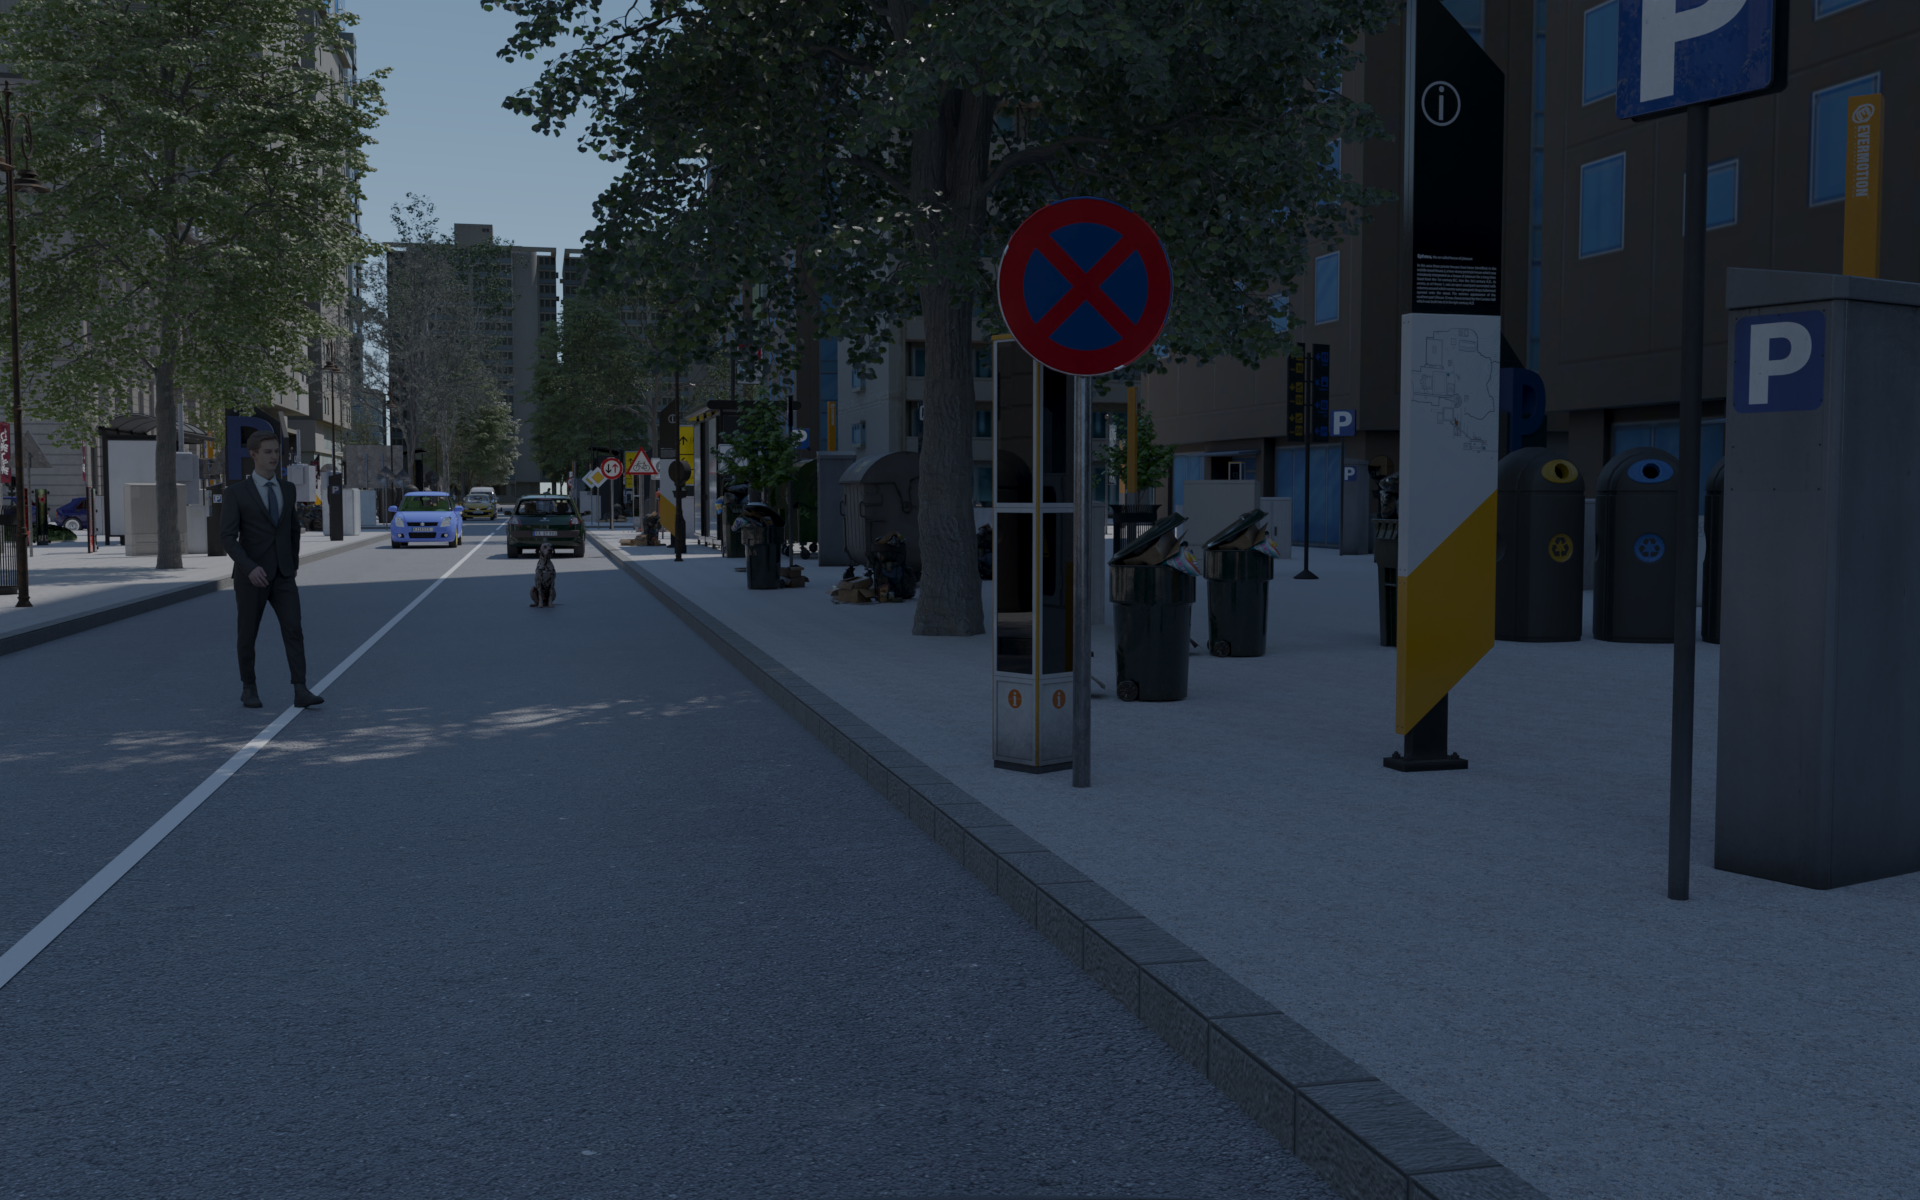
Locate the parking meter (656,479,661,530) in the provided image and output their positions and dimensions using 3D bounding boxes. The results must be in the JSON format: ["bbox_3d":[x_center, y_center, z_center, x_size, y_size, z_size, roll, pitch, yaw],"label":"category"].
[{"bbox_3d":[-10.928,-3.471,62.465,0.255,1.863,0.399,2,4,30],"label":"parking meter"}]

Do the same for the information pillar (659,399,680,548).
[{"bbox_3d":[-6.892,-3.051,41.244,0.504,3.616,0.183,0,4,4],"label":"information pillar"}]

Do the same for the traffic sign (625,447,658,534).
[{"bbox_3d":[-8.724,-2.905,47.505,0.884,2.594,0.081,0,4,-4],"label":"traffic sign"}]

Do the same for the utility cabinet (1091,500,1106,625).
[{"bbox_3d":[0.902,-0.355,16.965,1.020,1.237,0.306,-1,4,-18],"label":"utility cabinet"}]

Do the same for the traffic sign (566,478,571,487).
[{"bbox_3d":[-29.319,-7.994,130.808,0.768,2.556,0.104,0,4,-4],"label":"traffic sign"}]

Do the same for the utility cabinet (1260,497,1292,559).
[{"bbox_3d":[6.013,-1.408,34.190,1.020,1.237,0.306,0,4,-1],"label":"utility cabinet"}]

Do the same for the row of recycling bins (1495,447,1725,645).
[{"bbox_3d":[6.368,-0.484,15.030,3.534,1.692,1.069,1,4,14],"label":"row of recycling bins"}]

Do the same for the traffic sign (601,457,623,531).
[{"bbox_3d":[-12.097,-3.678,60.245,0.768,2.556,0.104,0,4,-7],"label":"traffic sign"}]

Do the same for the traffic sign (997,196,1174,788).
[{"bbox_3d":[0.534,-0.454,7.522,0.768,2.556,0.104,0,4,-6],"label":"traffic sign"}]

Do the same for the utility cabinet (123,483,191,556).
[{"bbox_3d":[-16.522,-1.647,35.604,0.318,1.500,1.173,3,4,37],"label":"utility cabinet"}]

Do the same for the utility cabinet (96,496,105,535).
[{"bbox_3d":[-26.864,-2.625,54.076,1.020,1.237,0.306,3,5,40],"label":"utility cabinet"}]

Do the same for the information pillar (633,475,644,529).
[{"bbox_3d":[-11.678,-3.572,62.900,0.304,2.012,0.304,1,4,17],"label":"information pillar"}]

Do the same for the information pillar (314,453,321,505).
[{"bbox_3d":[-36.906,-6.614,99.497,0.183,3.616,0.504,1,4,12],"label":"information pillar"}]

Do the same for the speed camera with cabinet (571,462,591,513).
[{"bbox_3d":[-21.710,-6.457,99.906,0.660,3.252,2.038,-3,4,-39],"label":"speed camera with cabinet"}]

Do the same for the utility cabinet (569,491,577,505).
[{"bbox_3d":[-28.317,-7.305,128.108,1.173,1.500,0.318,2,4,24],"label":"utility cabinet"}]

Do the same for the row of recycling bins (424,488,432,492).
[{"bbox_3d":[-34.815,-6.333,110.661,1.069,1.692,3.534,-3,5,-44],"label":"row of recycling bins"}]

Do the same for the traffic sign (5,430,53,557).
[{"bbox_3d":[-18.939,-2.156,35.249,0.884,2.594,0.081,-1,4,-10],"label":"traffic sign"}]

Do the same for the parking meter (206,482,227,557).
[{"bbox_3d":[-15.322,-1.668,35.683,0.372,1.533,0.369,0,3,0],"label":"parking meter"}]

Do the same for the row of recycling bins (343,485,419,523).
[{"bbox_3d":[-25.569,-4.217,76.056,3.534,1.692,1.069,-1,4,-18],"label":"row of recycling bins"}]

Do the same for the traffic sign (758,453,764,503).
[{"bbox_3d":[-3.619,-1.947,31.939,0.768,2.556,0.104,0,4,-5],"label":"traffic sign"}]

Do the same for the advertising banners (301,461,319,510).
[{"bbox_3d":[-34.525,-5.794,90.914,0.090,3.025,2.074,3,4,38],"label":"advertising banners"}]

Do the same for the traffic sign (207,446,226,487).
[{"bbox_3d":[-19.924,-2.871,46.938,0.884,2.594,0.081,0,4,-8],"label":"traffic sign"}]

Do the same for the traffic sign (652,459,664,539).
[{"bbox_3d":[-8.460,-2.881,49.230,0.606,2.300,0.079,-1,4,-12],"label":"traffic sign"}]

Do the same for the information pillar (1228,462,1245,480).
[{"bbox_3d":[6.336,-2.154,39.702,0.304,2.012,0.304,2,4,26],"label":"information pillar"}]

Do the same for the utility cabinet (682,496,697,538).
[{"bbox_3d":[-7.706,-2.401,50.425,1.020,1.237,0.306,2,4,25],"label":"utility cabinet"}]

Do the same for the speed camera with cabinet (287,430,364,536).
[{"bbox_3d":[-19.601,-3.611,53.374,2.038,3.252,0.660,0,4,1],"label":"speed camera with cabinet"}]

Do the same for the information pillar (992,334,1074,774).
[{"bbox_3d":[0.358,-0.218,8.058,0.304,2.012,0.304,-3,5,-43],"label":"information pillar"}]

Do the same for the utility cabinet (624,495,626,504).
[{"bbox_3d":[-20.372,-5.690,104.196,1.020,1.237,0.306,-3,5,-43],"label":"utility cabinet"}]

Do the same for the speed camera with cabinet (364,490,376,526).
[{"bbox_3d":[-24.479,-4.586,69.315,2.038,3.252,0.660,-3,5,-44],"label":"speed camera with cabinet"}]

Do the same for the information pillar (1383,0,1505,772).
[{"bbox_3d":[2.259,-1.020,8.026,0.504,3.616,0.183,-1,4,-16],"label":"information pillar"}]

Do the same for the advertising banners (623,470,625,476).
[{"bbox_3d":[-24.581,-7.883,125.075,0.090,3.025,2.074,-3,4,-36],"label":"advertising banners"}]

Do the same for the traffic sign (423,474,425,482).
[{"bbox_3d":[-31.356,-6.128,100.291,0.768,2.556,0.104,-1,4,-12],"label":"traffic sign"}]

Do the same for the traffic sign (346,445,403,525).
[{"bbox_3d":[-24.347,-4.784,72.091,2.265,3.308,0.079,-1,4,-9],"label":"traffic sign"}]

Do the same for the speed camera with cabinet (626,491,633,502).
[{"bbox_3d":[-18.890,-6.542,101.291,0.660,3.252,2.038,-2,4,-32],"label":"speed camera with cabinet"}]

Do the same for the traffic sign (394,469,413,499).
[{"bbox_3d":[-22.339,-4.027,69.487,0.795,2.450,0.064,-1,4,-14],"label":"traffic sign"}]

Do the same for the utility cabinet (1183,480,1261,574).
[{"bbox_3d":[4.126,-1.139,27.303,1.173,1.500,0.318,2,4,28],"label":"utility cabinet"}]

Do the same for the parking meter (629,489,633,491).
[{"bbox_3d":[-27.181,-8.399,143.027,0.255,1.863,0.399,0,4,6],"label":"parking meter"}]

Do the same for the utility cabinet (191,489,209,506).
[{"bbox_3d":[-33.604,-4.178,76.988,1.173,1.500,0.318,-3,5,-41],"label":"utility cabinet"}]

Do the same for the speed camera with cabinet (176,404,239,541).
[{"bbox_3d":[-16.732,-2.713,38.697,2.038,3.252,0.660,-3,5,-43],"label":"speed camera with cabinet"}]

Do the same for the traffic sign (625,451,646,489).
[{"bbox_3d":[-14.779,-5.416,82.427,2.265,3.308,0.079,-1,4,-9],"label":"traffic sign"}]

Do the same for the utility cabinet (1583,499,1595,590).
[{"bbox_3d":[8.408,-0.743,23.308,1.020,1.237,0.306,-2,4,-35],"label":"utility cabinet"}]

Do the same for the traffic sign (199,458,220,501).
[{"bbox_3d":[-21.370,-2.886,49.319,0.606,2.300,0.079,-1,4,-11],"label":"traffic sign"}]

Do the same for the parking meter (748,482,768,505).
[{"bbox_3d":[-3.870,-1.515,33.174,0.372,1.533,0.369,0,3,0],"label":"parking meter"}]

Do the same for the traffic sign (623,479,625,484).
[{"bbox_3d":[-22.903,-7.014,116.801,0.606,2.300,0.079,0,4,-5],"label":"traffic sign"}]

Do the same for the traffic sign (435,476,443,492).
[{"bbox_3d":[-36.945,-7.496,122.667,0.768,2.556,0.104,0,4,-7],"label":"traffic sign"}]

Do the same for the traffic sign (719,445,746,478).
[{"bbox_3d":[-4.658,-2.052,35.675,0.606,2.300,0.079,0,4,-4],"label":"traffic sign"}]

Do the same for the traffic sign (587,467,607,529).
[{"bbox_3d":[-13.256,-3.658,63.456,0.795,2.450,0.064,-1,4,-14],"label":"traffic sign"}]

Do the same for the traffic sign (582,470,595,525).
[{"bbox_3d":[-15.151,-4.133,71.214,0.795,2.450,0.064,-1,4,-14],"label":"traffic sign"}]

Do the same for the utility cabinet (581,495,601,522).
[{"bbox_3d":[-17.107,-4.230,80.326,1.020,1.237,0.306,2,4,34],"label":"utility cabinet"}]

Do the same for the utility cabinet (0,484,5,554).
[{"bbox_3d":[-20.872,-1.735,37.045,1.173,1.500,0.318,3,5,40],"label":"utility cabinet"}]

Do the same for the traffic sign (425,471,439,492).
[{"bbox_3d":[-28.990,-5.814,95.164,0.768,2.556,0.104,-1,4,-8],"label":"traffic sign"}]

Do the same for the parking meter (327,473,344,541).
[{"bbox_3d":[-17.125,-2.554,47.467,0.399,1.863,0.255,-1,4,-20],"label":"parking meter"}]

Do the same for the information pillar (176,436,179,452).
[{"bbox_3d":[-25.030,-3.896,55.060,0.183,3.616,0.504,2,4,29],"label":"information pillar"}]

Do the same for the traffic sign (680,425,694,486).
[{"bbox_3d":[-7.276,-3.501,51.109,2.265,3.308,0.079,0,4,-7],"label":"traffic sign"}]

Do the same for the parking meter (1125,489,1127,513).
[{"bbox_3d":[7.573,-4.404,77.711,0.255,1.863,0.399,-3,4,-37],"label":"parking meter"}]

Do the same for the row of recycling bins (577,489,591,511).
[{"bbox_3d":[-22.857,-6.269,109.614,1.069,1.692,3.534,2,4,29],"label":"row of recycling bins"}]

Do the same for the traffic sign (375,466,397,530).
[{"bbox_3d":[-20.445,-3.553,61.729,0.795,2.450,0.064,-1,4,-14],"label":"traffic sign"}]

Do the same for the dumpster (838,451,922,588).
[{"bbox_3d":[-0.934,-1.129,24.214,1.264,1.857,1.865,-1,4,-14],"label":"dumpster"}]

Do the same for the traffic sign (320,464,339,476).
[{"bbox_3d":[-26.325,-4.418,72.335,0.768,2.556,0.104,-1,4,-11],"label":"traffic sign"}]

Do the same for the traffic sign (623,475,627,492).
[{"bbox_3d":[-22.652,-7.179,117.480,0.768,2.556,0.104,0,4,-5],"label":"traffic sign"}]
